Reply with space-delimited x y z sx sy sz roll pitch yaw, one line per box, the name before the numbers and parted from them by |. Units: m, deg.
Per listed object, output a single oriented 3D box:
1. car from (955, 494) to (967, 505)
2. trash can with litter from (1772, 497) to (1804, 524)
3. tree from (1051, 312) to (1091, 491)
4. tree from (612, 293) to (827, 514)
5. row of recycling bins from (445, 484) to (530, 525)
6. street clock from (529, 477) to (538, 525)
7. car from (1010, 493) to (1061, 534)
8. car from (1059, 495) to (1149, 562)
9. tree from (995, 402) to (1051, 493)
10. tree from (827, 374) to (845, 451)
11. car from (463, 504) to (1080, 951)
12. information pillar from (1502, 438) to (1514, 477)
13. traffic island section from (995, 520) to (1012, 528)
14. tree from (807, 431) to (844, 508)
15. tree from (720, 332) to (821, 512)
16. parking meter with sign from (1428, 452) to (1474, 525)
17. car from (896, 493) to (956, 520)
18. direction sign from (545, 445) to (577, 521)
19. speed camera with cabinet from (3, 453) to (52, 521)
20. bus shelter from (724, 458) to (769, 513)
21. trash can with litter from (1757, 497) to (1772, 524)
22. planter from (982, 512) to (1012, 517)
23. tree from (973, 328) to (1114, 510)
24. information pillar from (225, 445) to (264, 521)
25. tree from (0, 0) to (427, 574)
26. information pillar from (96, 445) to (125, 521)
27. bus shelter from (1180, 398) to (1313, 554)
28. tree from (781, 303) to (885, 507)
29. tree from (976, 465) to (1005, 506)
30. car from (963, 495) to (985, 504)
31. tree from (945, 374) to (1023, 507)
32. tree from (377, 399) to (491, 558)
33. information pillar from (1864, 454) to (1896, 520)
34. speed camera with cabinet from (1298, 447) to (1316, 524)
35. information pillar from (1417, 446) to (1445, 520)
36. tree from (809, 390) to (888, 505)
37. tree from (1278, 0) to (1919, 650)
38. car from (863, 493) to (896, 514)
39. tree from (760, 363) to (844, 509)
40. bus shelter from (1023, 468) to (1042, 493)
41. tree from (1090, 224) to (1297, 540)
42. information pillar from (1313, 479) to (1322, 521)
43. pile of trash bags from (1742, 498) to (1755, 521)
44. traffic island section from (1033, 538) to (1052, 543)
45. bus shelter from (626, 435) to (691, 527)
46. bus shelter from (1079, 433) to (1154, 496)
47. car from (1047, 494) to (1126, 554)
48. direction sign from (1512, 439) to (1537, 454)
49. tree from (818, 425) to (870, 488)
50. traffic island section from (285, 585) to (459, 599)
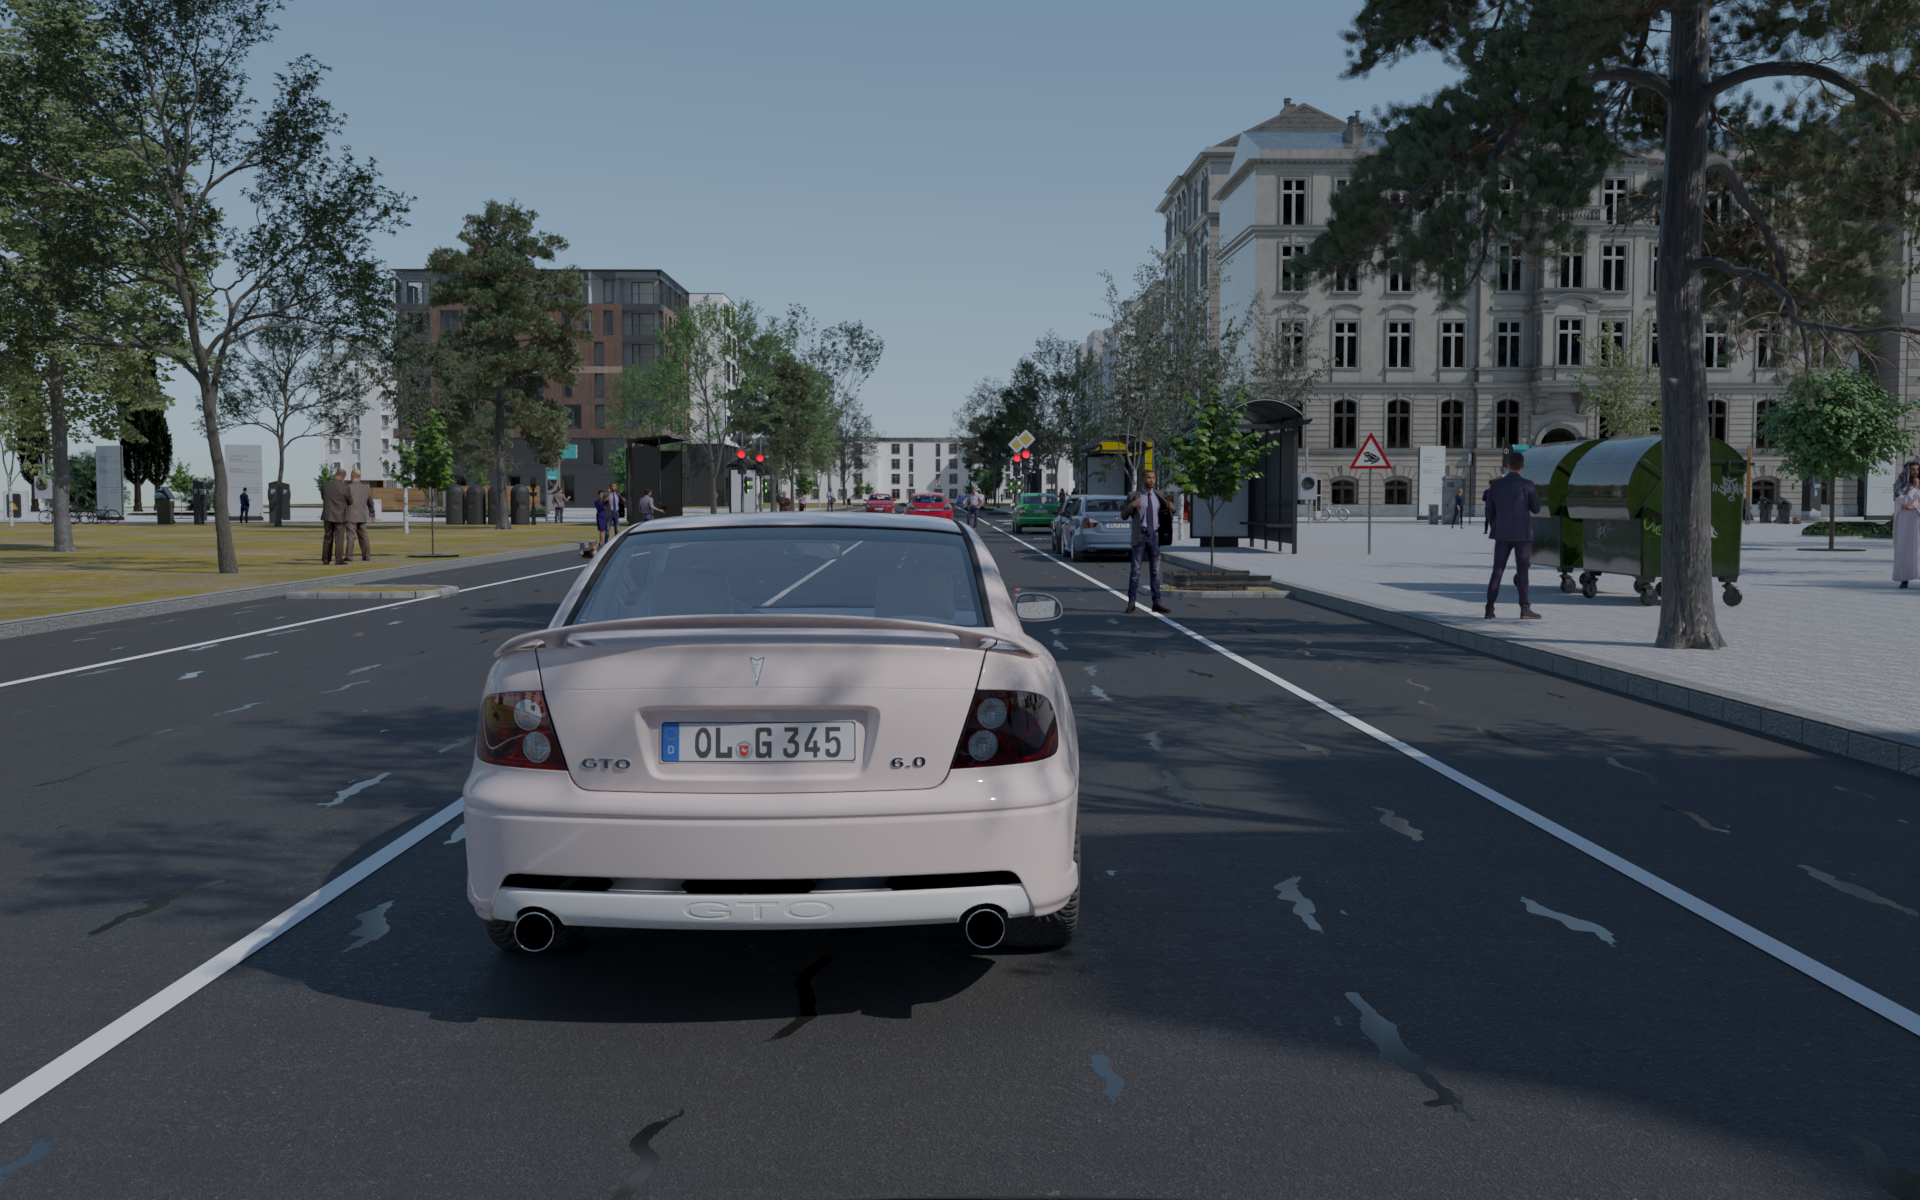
car | 0.353 -12.960 221.482 1.945 1.707 3.694 0 4 -1
trash can with litter | 35.332 -3.810 73.684 1.055 1.170 0.624 3 5 44
tree | 5.529 -6.373 54.561 4.360 8.622 3.978 0 3 0
tree | -12.517 -9.959 88.581 9.928 11.665 9.643 0 3 0
row of recycling bins | -19.812 -4.009 72.654 3.534 1.692 1.069 0 4 -1
street clock | -17.620 -4.096 71.536 0.358 2.002 0.471 -1 4 -11
car | 2.864 -3.391 64.233 1.959 1.807 4.718 0 4 -1
car | 3.221 -1.595 38.088 2.014 1.417 4.499 0 4 -1
tree | 5.282 -10.911 128.764 4.360 8.622 3.978 0 3 0
tree | -12.450 -12.280 126.525 9.928 11.665 9.643 0 3 0
car | -0.589 0.338 6.838 2.083 1.381 4.827 0 4 -2
information pillar | 22.727 -4.929 71.944 0.504 3.616 0.183 -1 4 -13
traffic island section | 2.726 -3.701 82.792 2.009 0.180 2.903 0 4 -1
tree | -13.145 -12.993 162.805 4.360 8.622 3.978 0 3 0
tree | -12.434 -11.774 114.563 6.751 12.117 7.091 0 3 0
parking meter with sign | 20.631 -4.683 72.836 1.738 3.016 0.543 0 4 2
car | -1.217 -3.443 65.331 2.155 1.783 4.494 0 4 -3
direction sign | -19.577 -5.747 82.728 1.411 3.948 2.525 2 4 31
speed camera with cabinet | -45.176 -5.479 83.920 2.038 3.252 0.660 -1 4 -15
bus shelter | -12.180 -6.435 99.143 2.014 3.302 5.546 0 4 -1
trash can with litter | 35.377 -3.924 75.538 1.055 1.170 0.624 0 4 8
planter | 2.342 -5.279 107.447 1.991 0.319 1.994 0 4 -1
tree | 5.244 -10.020 98.242 8.767 10.594 7.601 3 5 41
information pillar | -34.121 -5.580 82.541 1.656 3.620 0.184 -2 4 -24
tree | -12.167 -5.713 27.815 7.601 10.594 8.767 1 4 13
information pillar | -41.245 -5.671 84.036 1.656 3.620 0.184 2 4 24
bus shelter | 6.391 -2.778 39.351 2.014 3.302 5.546 0 4 -1
tree | -14.263 -19.387 172.864 12.611 20.169 13.585 0 3 0
tree | 3.434 -12.897 194.586 4.285 4.588 4.351 0 3 0
car | 1.307 -9.211 162.957 2.083 1.381 4.827 0 4 -3
tree | 3.511 -16.323 177.246 12.009 13.543 11.850 0 3 0
tree | -10.746 -2.495 35.403 1.663 3.219 1.824 0 3 0
information pillar | 44.894 -5.700 84.504 1.656 3.620 0.184 -1 4 -15
speed camera with cabinet | 13.908 -4.801 72.835 2.038 3.252 0.660 0 4 1
information pillar | 23.016 -5.706 84.607 1.656 3.620 0.184 -2 4 -28
tree | -13.490 -17.898 202.995 12.009 13.543 11.850 0 3 0
tree | 6.030 -5.638 14.242 6.751 12.117 7.091 0 3 0
car | -5.137 -6.259 111.371 2.155 1.783 4.494 0 4 0
tree | -13.400 -14.113 148.879 7.486 12.596 7.792 0 3 0
bus shelter | 6.254 -9.859 152.483 1.731 3.624 6.357 0 4 -1
tree | 6.424 -5.998 48.436 4.360 8.622 3.978 0 3 0
information pillar | 17.199 -4.826 83.401 0.304 2.012 0.304 -1 4 -22
pile of trash bags | 36.886 -4.554 84.213 1.912 1.369 3.447 -1 4 -21
traffic island section | 3.198 -1.784 52.040 1.991 0.108 1.994 0 4 -1
bus shelter | -12.388 -4.903 71.443 1.731 3.624 6.357 0 4 -1
bus shelter | 5.378 -4.059 60.289 2.014 3.302 5.546 0 4 -1
car | 3.160 -2.014 42.713 2.009 1.686 4.222 0 4 1
direction sign | 27.205 -5.818 83.886 1.411 3.948 2.525 -2 4 -32
tree | -15.025 -17.400 218.902 7.601 10.594 8.767 -2 4 -25
traffic island section | -8.282 -0.114 24.724 1.991 0.108 1.994 0 4 -1
